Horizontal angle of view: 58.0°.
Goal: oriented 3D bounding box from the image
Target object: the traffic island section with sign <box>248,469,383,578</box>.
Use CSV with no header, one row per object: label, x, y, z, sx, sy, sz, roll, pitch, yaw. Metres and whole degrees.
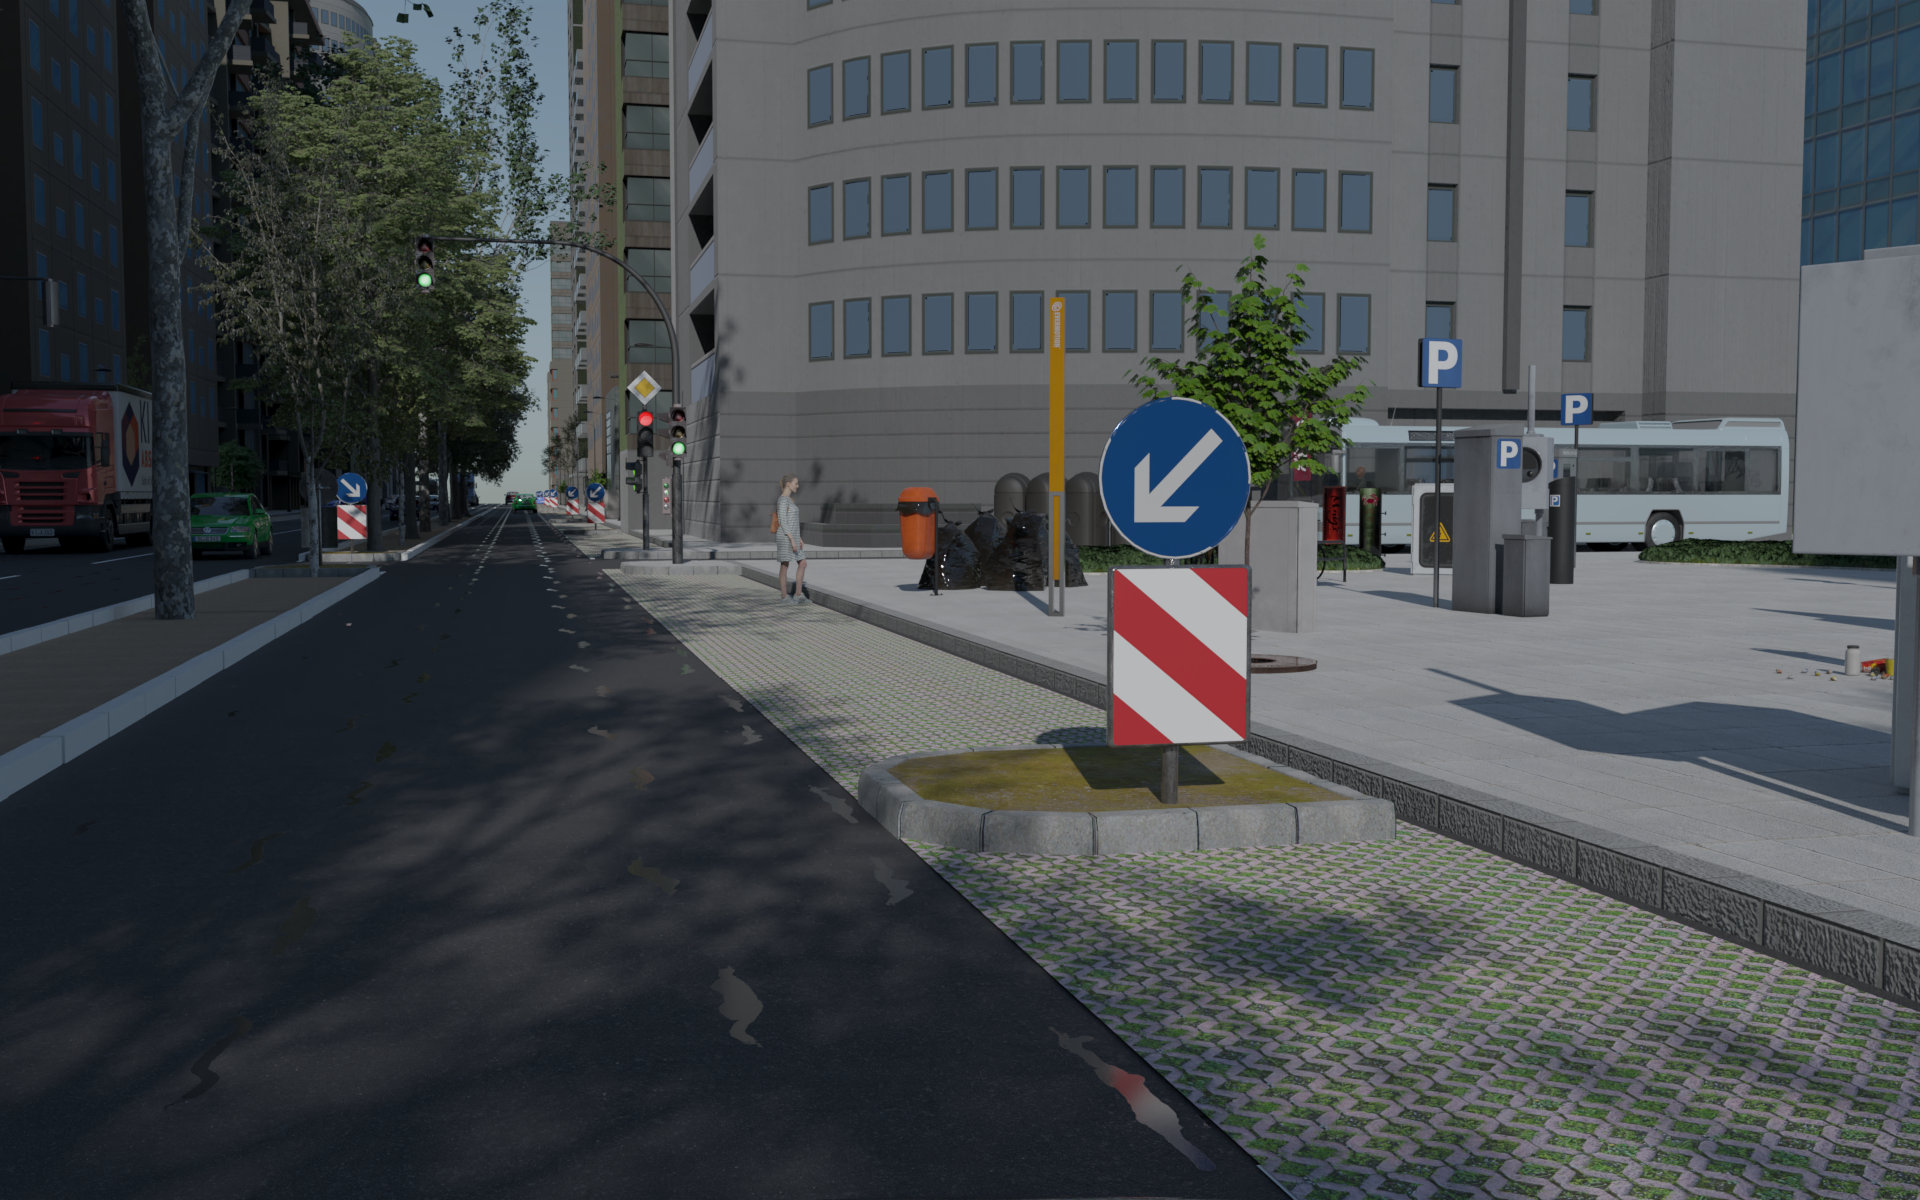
traffic island section with sign,-11.363,-1.369,30.525,2.006,1.907,1.989,-1,4,-14

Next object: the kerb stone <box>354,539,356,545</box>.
kerb stone,-16.725,-1.544,47.436,0.120,0.150,1.000,-1,4,-14

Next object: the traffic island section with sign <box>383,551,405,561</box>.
traffic island section with sign,-13.182,-1.809,37.706,2.006,1.907,1.989,-1,4,-14

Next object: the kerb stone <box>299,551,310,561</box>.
kerb stone,-14.197,-0.935,37.516,0.120,0.150,1.000,-1,4,-14

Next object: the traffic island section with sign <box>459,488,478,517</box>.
traffic island section with sign,-31.739,-6.262,110.526,2.006,1.907,1.989,-1,4,-14

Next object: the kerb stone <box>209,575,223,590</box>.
kerb stone,-11.276,-0.236,26.055,0.120,0.150,1.000,-1,4,-14

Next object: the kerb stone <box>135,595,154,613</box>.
kerb stone,-10.015,0.073,21.085,0.120,0.150,1.000,-1,4,-14

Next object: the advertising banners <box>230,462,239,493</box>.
advertising banners,-40.559,-6.159,96.895,0.090,3.025,2.074,-1,4,-12

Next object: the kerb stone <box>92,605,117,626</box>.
kerb stone,-9.501,0.189,19.098,0.120,0.150,1.000,-1,4,-14

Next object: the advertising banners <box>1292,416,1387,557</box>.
advertising banners,7.510,-2.349,34.593,2.074,3.025,0.090,2,4,34

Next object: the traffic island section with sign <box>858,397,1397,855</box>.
traffic island section with sign,0.595,0.050,7.813,1.989,1.847,2.006,-1,4,-14

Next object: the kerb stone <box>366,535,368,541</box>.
kerb stone,-17.737,-1.781,51.413,0.120,0.150,1.000,-1,4,-14

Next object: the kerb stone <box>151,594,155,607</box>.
kerb stone,-10.265,0.008,22.083,0.120,0.150,1.000,-1,4,-14

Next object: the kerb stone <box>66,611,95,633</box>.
kerb stone,-9.251,0.251,18.099,0.120,0.150,1.000,-1,4,-14

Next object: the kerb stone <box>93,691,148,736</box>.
kerb stone,-5.190,0.705,10.668,0.120,0.150,1.000,-1,4,-14

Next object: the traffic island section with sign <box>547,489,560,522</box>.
traffic island section with sign,-19.784,-4.844,87.822,1.989,1.847,2.006,-1,4,-14

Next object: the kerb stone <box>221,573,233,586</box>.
kerb stone,-11.537,-0.297,27.044,0.120,0.150,1.000,-1,4,-14

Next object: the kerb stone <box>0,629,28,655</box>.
kerb stone,-8.744,0.372,16.106,0.120,0.150,1.000,-1,4,-14

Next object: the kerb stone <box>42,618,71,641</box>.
kerb stone,-9.003,0.315,17.108,0.120,0.150,1.000,-1,4,-14

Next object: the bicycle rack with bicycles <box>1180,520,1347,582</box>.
bicycle rack with bicycles,4.156,-0.724,25.224,2.925,0.926,2.852,-3,5,-43

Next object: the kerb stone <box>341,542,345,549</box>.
kerb stone,-15.964,-1.358,44.463,0.120,0.150,1.000,-1,4,-14

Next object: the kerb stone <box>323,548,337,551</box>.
kerb stone,-15.462,-1.237,42.481,0.120,0.150,1.000,-1,4,-14

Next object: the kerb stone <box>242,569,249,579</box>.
kerb stone,-12.037,-0.416,29.031,0.120,0.150,1.000,-1,4,-14

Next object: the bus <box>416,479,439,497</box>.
bus,-62.952,-12.899,205.754,2.948,3.499,13.247,-1,4,-13

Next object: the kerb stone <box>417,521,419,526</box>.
kerb stone,-25.585,-3.670,82.226,0.120,0.150,1.000,-1,4,-14

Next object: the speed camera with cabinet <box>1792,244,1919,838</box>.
speed camera with cabinet,4.117,-0.780,7.084,2.038,3.252,0.660,-3,5,-42

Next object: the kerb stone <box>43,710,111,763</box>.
kerb stone,-4.940,0.766,9.676,0.120,0.150,1.000,-1,4,-14

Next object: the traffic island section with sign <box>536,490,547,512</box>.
traffic island section with sign,-31.960,-7.767,135.613,1.989,1.847,2.006,-1,4,-14

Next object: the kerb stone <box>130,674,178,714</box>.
kerb stone,-5.446,0.644,11.663,0.120,0.150,1.000,-1,4,-14

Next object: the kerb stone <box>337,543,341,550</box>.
kerb stone,-15.711,-1.301,43.473,0.120,0.150,1.000,-1,4,-14

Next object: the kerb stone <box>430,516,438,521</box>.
kerb stone,-28.875,-4.458,95.130,0.120,0.150,1.000,-1,4,-14

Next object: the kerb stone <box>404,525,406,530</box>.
kerb stone,-22.039,-2.821,68.321,0.120,0.150,1.000,-1,4,-14

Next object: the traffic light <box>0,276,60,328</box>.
traffic light,-21.278,-3.746,35.908,4.771,5.953,1.251,-1,4,-14

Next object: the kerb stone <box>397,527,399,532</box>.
kerb stone,-21.025,-2.576,64.334,0.120,0.150,1.000,-1,4,-14

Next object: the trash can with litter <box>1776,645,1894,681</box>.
trash can with litter,6.854,-0.034,11.620,1.678,1.210,2.233,-2,4,-27

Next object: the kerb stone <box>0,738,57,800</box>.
kerb stone,-4.694,0.832,8.678,0.120,0.150,1.000,-1,4,-14

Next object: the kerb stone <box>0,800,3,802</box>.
kerb stone,-4.435,0.887,7.687,0.120,0.150,1.000,-1,4,-14

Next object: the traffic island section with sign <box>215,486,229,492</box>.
traffic island section with sign,-35.546,-4.574,83.409,1.989,1.847,2.006,-1,4,-14

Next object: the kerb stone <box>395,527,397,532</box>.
kerb stone,-20.772,-2.506,63.341,0.120,0.150,1.000,-1,4,-14

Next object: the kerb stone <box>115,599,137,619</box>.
kerb stone,-9.748,0.129,20.090,0.120,0.150,1.000,-1,4,-14

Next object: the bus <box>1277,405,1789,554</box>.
bus,13.234,-2.830,41.130,13.247,3.499,2.948,-1,4,-16

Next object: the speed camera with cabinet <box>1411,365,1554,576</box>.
speed camera with cabinet,8.103,-1.991,26.892,2.038,3.252,0.660,2,4,29

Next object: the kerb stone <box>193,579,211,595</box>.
kerb stone,-11.025,-0.174,25.064,0.120,0.150,1.000,-1,4,-14

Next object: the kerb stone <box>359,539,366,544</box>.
kerb stone,-17.481,-1.723,50.417,0.120,0.150,1.000,-1,4,-14

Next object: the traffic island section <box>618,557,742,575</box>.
traffic island section,-5.176,-0.585,31.846,2.009,0.180,2.903,-1,4,-14

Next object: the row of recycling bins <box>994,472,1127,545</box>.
row of recycling bins,2.080,-1.555,32.543,3.534,1.692,1.069,3,5,39

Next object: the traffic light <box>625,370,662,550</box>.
traffic light,-7.189,-3.091,39.461,0.839,4.253,0.868,-1,4,-14

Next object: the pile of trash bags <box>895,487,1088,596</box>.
pile of trash bags,0.240,-0.824,23.222,1.912,1.369,3.447,2,4,32

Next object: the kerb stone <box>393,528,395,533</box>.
kerb stone,-20.519,-2.455,62.344,0.120,0.150,1.000,-1,4,-14

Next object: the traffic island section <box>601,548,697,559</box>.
traffic island section,-7.147,-1.058,39.585,2.009,0.180,2.903,-1,4,-14

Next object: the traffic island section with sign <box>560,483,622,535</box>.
traffic island section with sign,-13.086,-3.236,61.543,1.989,1.847,2.006,-1,4,-14

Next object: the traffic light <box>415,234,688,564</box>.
traffic light,-7.223,-3.450,31.069,4.771,5.953,1.251,-1,4,-14

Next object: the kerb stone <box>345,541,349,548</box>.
kerb stone,-16.217,-1.422,45.456,0.120,0.150,1.000,-1,4,-14

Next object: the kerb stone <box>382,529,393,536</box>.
kerb stone,-20.268,-2.393,61.352,0.120,0.150,1.000,-1,4,-14

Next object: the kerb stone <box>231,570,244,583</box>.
kerb stone,-11.782,-0.357,28.040,0.120,0.150,1.000,-1,4,-14

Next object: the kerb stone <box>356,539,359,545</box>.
kerb stone,-16.976,-1.603,48.427,0.120,0.150,1.000,-1,4,-14
